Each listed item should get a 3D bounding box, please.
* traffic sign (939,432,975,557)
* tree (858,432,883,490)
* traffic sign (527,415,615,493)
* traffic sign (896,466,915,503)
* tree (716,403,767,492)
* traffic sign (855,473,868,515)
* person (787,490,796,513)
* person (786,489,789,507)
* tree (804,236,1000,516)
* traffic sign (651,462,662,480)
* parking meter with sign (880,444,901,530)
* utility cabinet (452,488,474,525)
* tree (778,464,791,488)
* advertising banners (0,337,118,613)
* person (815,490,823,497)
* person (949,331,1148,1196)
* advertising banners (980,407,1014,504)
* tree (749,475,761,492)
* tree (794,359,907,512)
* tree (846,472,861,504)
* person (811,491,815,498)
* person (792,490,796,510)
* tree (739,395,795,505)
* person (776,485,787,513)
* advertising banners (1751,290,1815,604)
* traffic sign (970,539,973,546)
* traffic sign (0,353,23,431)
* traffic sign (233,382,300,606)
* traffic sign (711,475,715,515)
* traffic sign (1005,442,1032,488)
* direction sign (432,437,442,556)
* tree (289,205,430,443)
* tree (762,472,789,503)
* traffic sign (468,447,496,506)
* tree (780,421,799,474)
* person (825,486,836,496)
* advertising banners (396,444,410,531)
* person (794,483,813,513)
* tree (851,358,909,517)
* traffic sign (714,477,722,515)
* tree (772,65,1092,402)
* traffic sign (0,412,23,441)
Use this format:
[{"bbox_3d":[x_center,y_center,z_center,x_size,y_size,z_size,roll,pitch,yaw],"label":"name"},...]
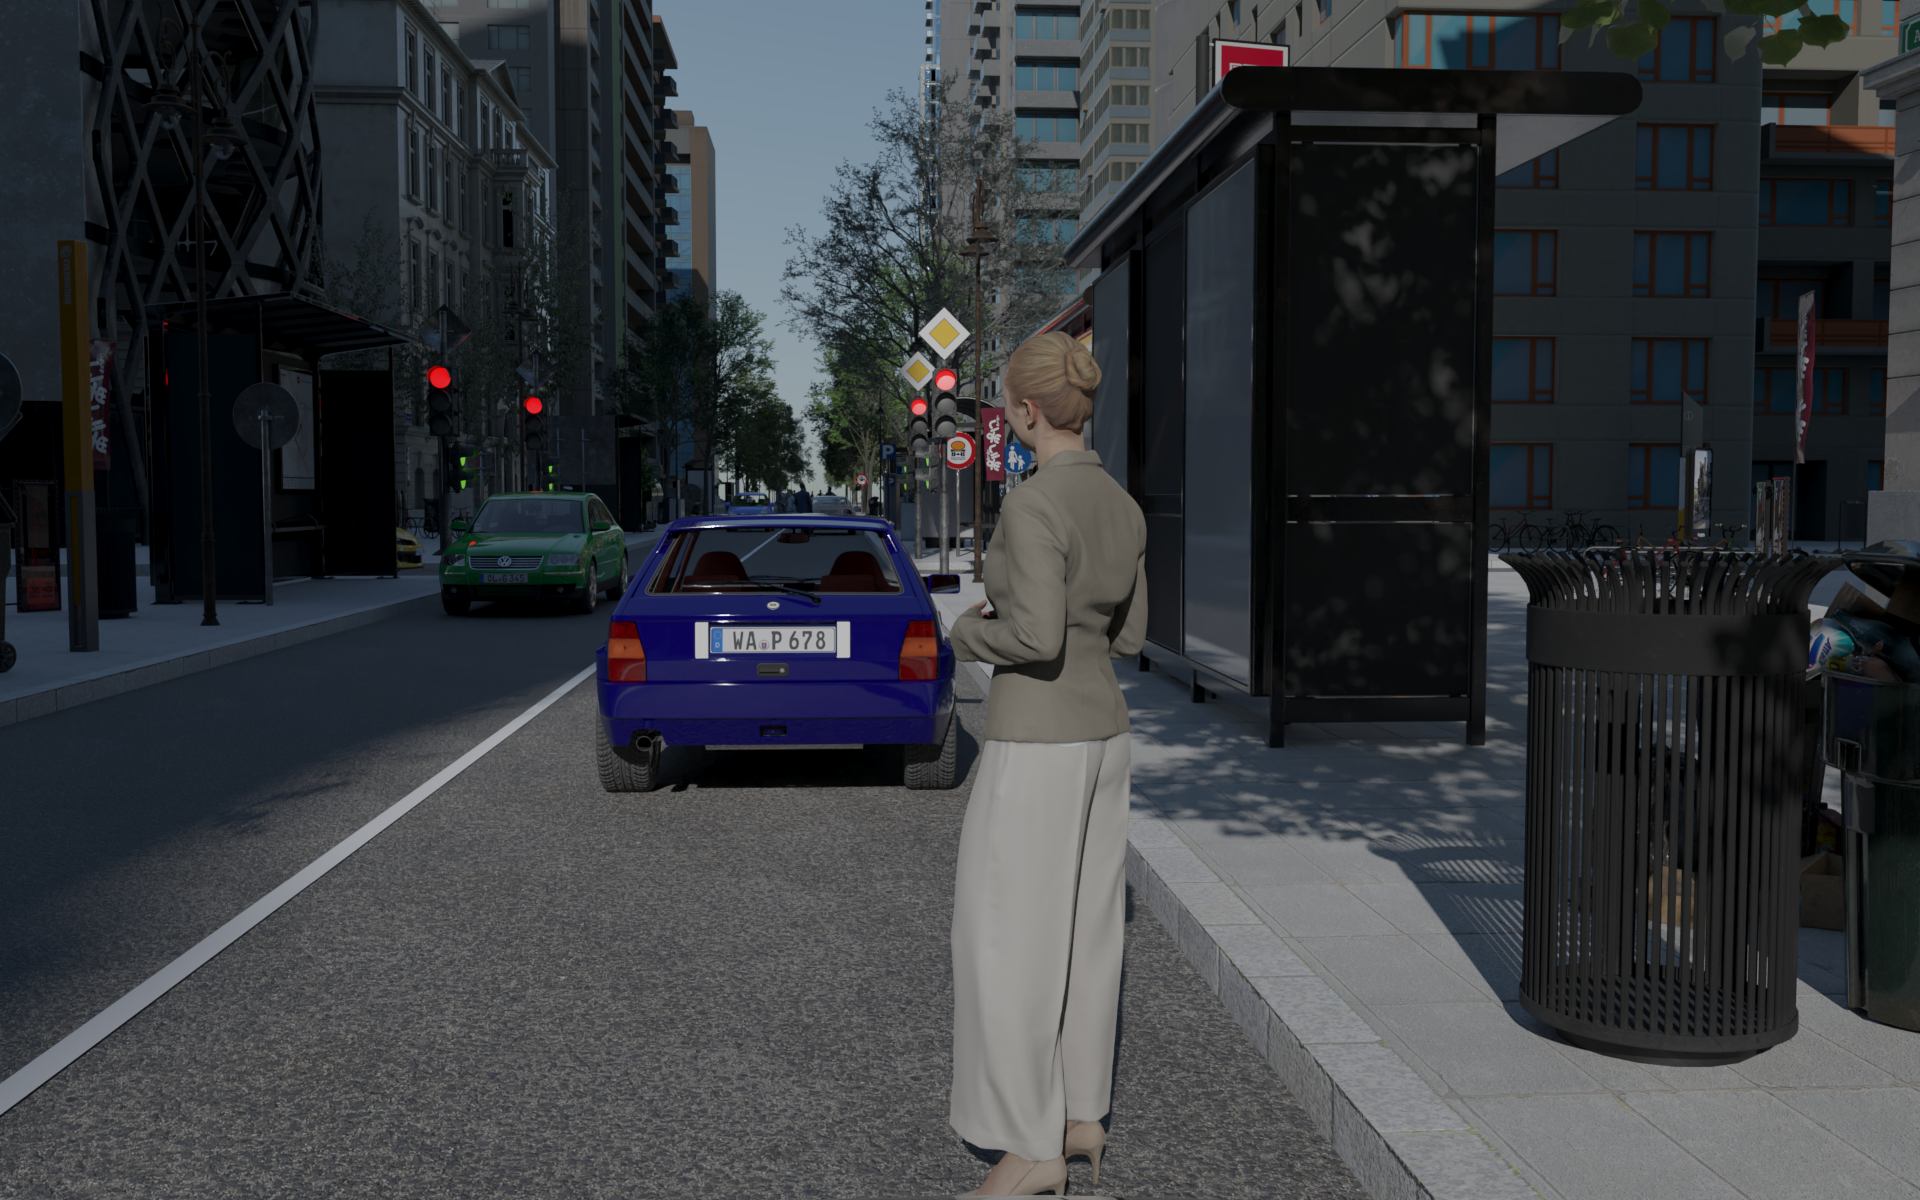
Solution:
[{"bbox_3d":[-0.039,-2.157,35.369,0.768,2.556,0.104,0,4,0],"label":"traffic sign"},{"bbox_3d":[-7.716,-12.000,146.564,4.737,8.622,4.395,0,3,0],"label":"tree"},{"bbox_3d":[-10.065,-3.116,44.811,2.265,3.308,0.079,0,4,-1],"label":"traffic sign"},{"bbox_3d":[-1.948,-3.882,63.571,0.768,2.556,0.104,0,4,2],"label":"traffic sign"},{"bbox_3d":[-16.484,-11.083,131.572,4.737,8.622,4.395,0,3,0],"label":"tree"},{"bbox_3d":[-6.063,-6.531,106.880,0.768,2.556,0.104,0,4,2],"label":"traffic sign"},{"bbox_3d":[-6.409,-3.384,65.637,0.330,1.601,0.589,-2,4,-27],"label":"person"},{"bbox_3d":[-14.479,-8.472,146.892,0.599,1.838,0.709,-2,4,-24],"label":"person"},{"bbox_3d":[-1.887,-8.799,69.612,9.928,11.665,9.643,0,3,0],"label":"tree"},{"bbox_3d":[-12.368,-4.249,69.572,0.768,2.556,0.104,0,4,1],"label":"traffic sign"},{"bbox_3d":[-2.369,-3.979,61.314,0.543,3.016,1.738,1,4,10],"label":"parking meter with sign"},{"bbox_3d":[-17.304,-3.147,60.137,0.318,1.500,1.173,-3,5,-44],"label":"utility cabinet"},{"bbox_3d":[-24.998,-17.753,240.628,4.360,8.622,3.978,0,3,0],"label":"tree"},{"bbox_3d":[-10.050,-1.381,18.763,0.090,3.025,2.074,2,4,31],"label":"advertising banners"},{"bbox_3d":[-12.084,-8.648,149.914,1.348,1.822,0.705,-1,4,-17],"label":"person"},{"bbox_3d":[0.161,0.334,3.582,0.362,1.759,0.519,2,4,33],"label":"person"},{"bbox_3d":[1.376,-2.350,34.615,2.074,3.025,0.090,1,4,22],"label":"advertising banners"},{"bbox_3d":[-18.506,-9.879,156.129,1.663,3.219,1.824,0,3,0],"label":"tree"},{"bbox_3d":[-6.965,-12.835,126.855,9.611,12.733,9.660,0,3,0],"label":"tree"},{"bbox_3d":[-13.806,-15.105,230.684,4.285,4.588,4.351,0,3,0],"label":"tree"},{"bbox_3d":[-18.145,-12.527,213.255,0.705,1.831,1.348,-2,4,-28],"label":"person"},{"bbox_3d":[-15.363,-9.294,160.460,1.348,1.823,0.705,-3,5,-40],"label":"person"},{"bbox_3d":[-21.247,-17.326,200.287,9.611,12.733,9.660,0,3,0],"label":"tree"},{"bbox_3d":[-7.007,-3.683,68.996,0.573,1.790,0.520,2,4,28],"label":"person"},{"bbox_3d":[7.566,-1.209,15.961,0.090,3.025,2.074,1,4,14],"label":"advertising banners"},{"bbox_3d":[0.286,-2.590,42.358,0.884,2.594,0.081,0,4,-1],"label":"traffic sign"},{"bbox_3d":[-8.484,-0.911,15.002,0.768,2.556,0.104,0,4,5],"label":"traffic sign"},{"bbox_3d":[-7.928,-1.205,19.808,0.768,2.556,0.104,0,4,1],"label":"traffic sign"},{"bbox_3d":[-15.556,-6.629,108.482,0.768,2.556,0.104,0,4,-3],"label":"traffic sign"},{"bbox_3d":[1.377,-2.599,42.592,0.768,2.556,0.104,0,4,0],"label":"traffic sign"},{"bbox_3d":[-10.842,-2.699,36.125,0.379,3.537,0.876,-1,4,-14],"label":"direction sign"},{"bbox_3d":[-15.643,-5.781,44.889,4.360,8.622,3.978,0,3,0],"label":"tree"},{"bbox_3d":[-24.133,-15.136,231.191,4.285,4.588,4.351,0,3,0],"label":"tree"},{"bbox_3d":[-10.393,-2.172,37.646,0.606,2.300,0.079,0,4,1],"label":"traffic sign"},{"bbox_3d":[-20.430,-15.192,182.809,7.601,10.594,8.767,0,4,2],"label":"tree"},{"bbox_3d":[-6.745,-4.939,89.244,0.794,1.824,0.713,1,4,13],"label":"person"},{"bbox_3d":[-19.170,-3.883,59.677,0.090,3.025,2.074,0,4,-4],"label":"advertising banners"},{"bbox_3d":[-5.232,-3.034,58.286,0.721,1.800,0.419,0,4,6],"label":"person"},{"bbox_3d":[-3.748,-8.545,90.077,4.360,8.622,3.978,0,3,0],"label":"tree"},{"bbox_3d":[-15.143,-6.511,107.642,0.795,2.450,0.064,0,4,-3],"label":"traffic sign"},{"bbox_3d":[-0.536,-8.581,50.672,12.009,13.543,11.850,0,3,0],"label":"tree"},{"bbox_3d":[-9.479,-0.957,16.832,0.795,2.450,0.064,0,4,4],"label":"traffic sign"}]
